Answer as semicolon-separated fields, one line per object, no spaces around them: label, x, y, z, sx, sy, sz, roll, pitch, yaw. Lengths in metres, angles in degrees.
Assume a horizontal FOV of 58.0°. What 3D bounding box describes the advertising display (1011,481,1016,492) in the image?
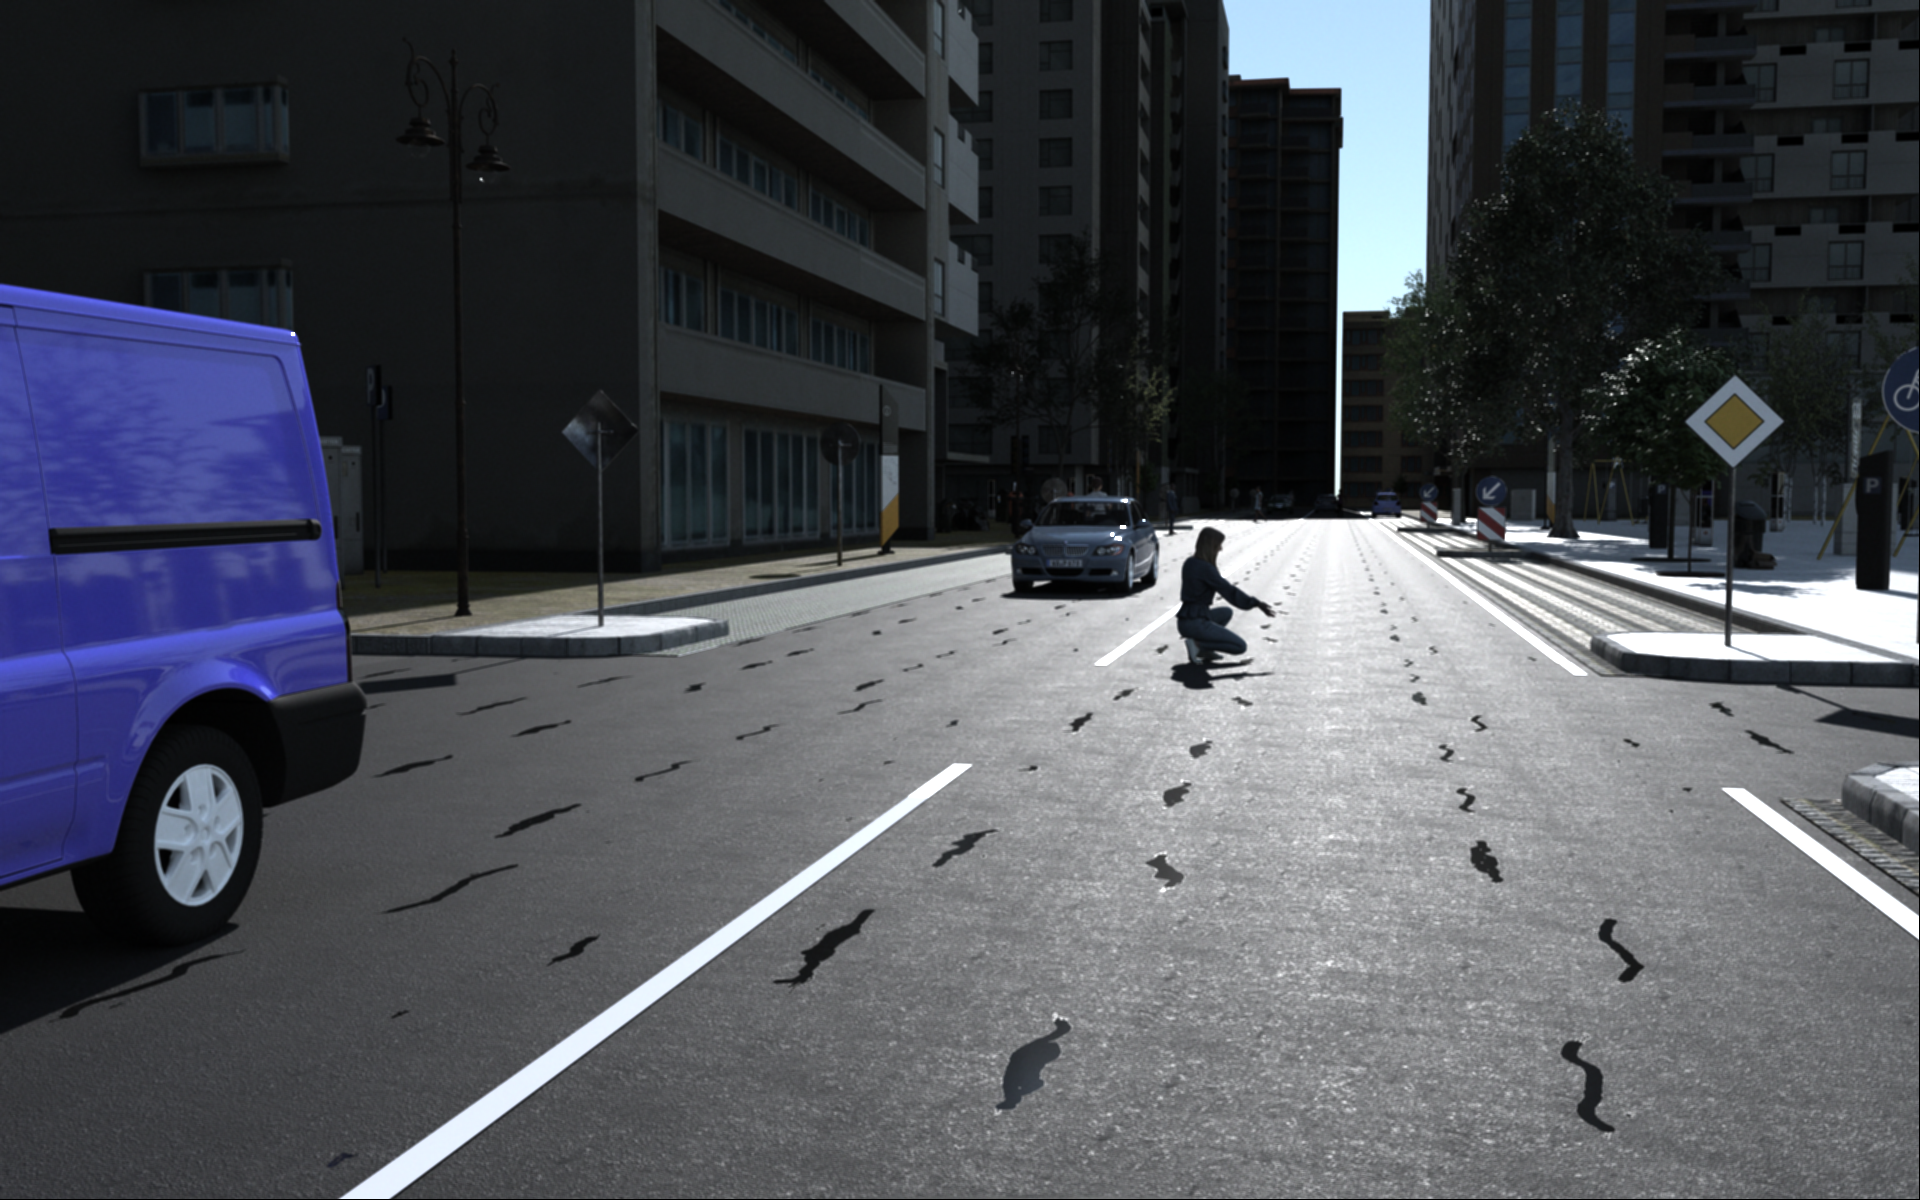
advertising display;2.778;-5.089;88.411;0.123;1.923;0.974;1;4;14

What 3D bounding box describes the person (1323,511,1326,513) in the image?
person;28.314;-7.513;134.563;0.599;1.433;0.991;3;4;39

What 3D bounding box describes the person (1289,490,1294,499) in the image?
person;24.689;-7.330;129.007;0.551;1.740;0.621;3;5;41

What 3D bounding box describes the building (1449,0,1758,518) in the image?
building;35.686;-27.384;97.845;14.600;45.320;14.200;1;4;12

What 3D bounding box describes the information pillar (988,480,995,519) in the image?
information pillar;1.666;-5.277;90.771;0.304;2.012;0.304;1;4;17

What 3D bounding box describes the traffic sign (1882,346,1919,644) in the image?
traffic sign;8.264;-0.899;14.804;0.768;2.556;0.104;1;4;15

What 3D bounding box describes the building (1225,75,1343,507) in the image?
building;25.830;-32.418;184.660;28.867;44.769;22.147;1;4;12

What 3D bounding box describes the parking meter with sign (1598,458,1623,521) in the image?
parking meter with sign;30.896;-5.269;82.406;0.543;3.016;1.738;0;4;-3

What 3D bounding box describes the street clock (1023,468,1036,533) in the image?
street clock;1.963;-2.720;49.035;0.358;2.002;0.471;0;4;1

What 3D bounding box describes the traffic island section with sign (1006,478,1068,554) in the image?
traffic island section with sign;2.247;-2.020;41.654;1.989;1.847;2.006;1;4;12

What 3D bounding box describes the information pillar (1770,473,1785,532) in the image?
information pillar;27.884;-3.340;59.096;0.304;2.012;0.304;-2;4;-24

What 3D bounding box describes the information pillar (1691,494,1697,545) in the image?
information pillar;18.559;-2.382;43.434;0.304;2.012;0.304;1;4;9

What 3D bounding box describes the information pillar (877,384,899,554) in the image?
information pillar;-1.532;-2.803;37.182;0.504;3.616;0.183;-3;5;-44

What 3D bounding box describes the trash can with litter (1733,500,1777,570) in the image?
trash can with litter;13.736;-1.128;29.825;0.624;1.170;1.055;0;4;-4

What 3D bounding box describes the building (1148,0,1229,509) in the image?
building;12.827;-32.569;156.199;21.600;48.544;21.300;1;4;12

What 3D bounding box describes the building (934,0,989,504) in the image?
building;-14.511;-29.555;72.464;28.713;52.752;27.495;1;4;12

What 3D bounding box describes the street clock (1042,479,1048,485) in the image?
street clock;4.072;-4.785;82.798;0.358;2.002;0.471;1;4;20

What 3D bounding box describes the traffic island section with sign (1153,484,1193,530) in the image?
traffic island section with sign;8.388;-3.750;69.934;1.989;1.847;2.006;1;4;12

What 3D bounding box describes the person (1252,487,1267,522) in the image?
person;15.339;-4.900;88.710;0.778;1.811;0.616;1;4;16

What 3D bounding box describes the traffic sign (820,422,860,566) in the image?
traffic sign;-2.149;-1.880;30.848;0.768;2.556;0.104;1;4;17

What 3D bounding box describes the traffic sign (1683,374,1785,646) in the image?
traffic sign;6.479;-0.668;14.560;0.795;2.450;0.064;1;4;12

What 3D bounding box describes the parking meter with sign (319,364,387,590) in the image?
parking meter with sign;-8.641;-1.641;23.097;1.738;3.016;0.543;-2;4;-31

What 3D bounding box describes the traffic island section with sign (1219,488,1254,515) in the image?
traffic island section with sign;18.516;-6.598;116.499;1.989;1.847;2.006;1;4;12

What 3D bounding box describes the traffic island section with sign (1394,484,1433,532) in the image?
traffic island section with sign;17.649;-3.495;65.771;1.989;1.847;2.006;1;4;12

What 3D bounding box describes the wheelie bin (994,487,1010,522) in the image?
wheelie bin;1.960;-4.349;79.013;0.693;1.594;0.980;1;4;12

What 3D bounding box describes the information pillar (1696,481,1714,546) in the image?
information pillar;18.333;-2.325;42.512;0.304;2.012;0.304;2;4;26

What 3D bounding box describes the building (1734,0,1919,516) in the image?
building;46.761;-32.249;116.512;28.713;52.752;27.495;1;4;12

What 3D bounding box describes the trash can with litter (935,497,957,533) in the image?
trash can with litter;-0.685;-2.788;56.971;1.055;1.170;0.624;-2;4;-34

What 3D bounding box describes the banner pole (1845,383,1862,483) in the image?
banner pole;20.233;-3.014;39.296;0.863;3.779;0.401;-3;4;-38

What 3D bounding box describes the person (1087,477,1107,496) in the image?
person;2.726;-1.510;33.751;0.480;1.755;0.524;1;4;16

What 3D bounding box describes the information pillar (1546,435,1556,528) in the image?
information pillar;22.347;-4.532;65.445;0.183;3.616;0.504;-1;4;-12

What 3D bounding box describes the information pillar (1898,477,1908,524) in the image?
information pillar;40.227;-4.241;73.831;0.304;2.012;0.304;0;4;2

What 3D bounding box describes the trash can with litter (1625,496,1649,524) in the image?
trash can with litter;29.885;-3.890;74.660;2.233;1.210;1.678;3;4;37

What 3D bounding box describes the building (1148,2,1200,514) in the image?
building;-0.069;-26.130;119.114;32.217;40.220;23.993;1;4;12

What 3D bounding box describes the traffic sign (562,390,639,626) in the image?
traffic sign;-3.479;-0.801;16.738;0.795;2.450;0.064;1;4;12

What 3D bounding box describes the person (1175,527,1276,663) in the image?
person;2.195;-0.059;14.970;0.738;1.151;1.012;-1;4;-12

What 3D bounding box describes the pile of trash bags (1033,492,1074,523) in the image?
pile of trash bags;3.627;-3.978;74.788;1.912;1.369;3.447;-3;5;-44

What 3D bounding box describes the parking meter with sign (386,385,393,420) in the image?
parking meter with sign;-9.891;-1.905;27.413;0.543;3.016;1.738;3;5;42

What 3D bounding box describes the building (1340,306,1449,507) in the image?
building;54.768;-20.578;181.495;28.899;21.520;27.650;1;4;12

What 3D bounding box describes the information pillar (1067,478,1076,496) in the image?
information pillar;5.100;-4.592;79.578;0.304;2.012;0.304;-2;4;-29

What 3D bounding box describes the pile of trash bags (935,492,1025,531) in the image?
pile of trash bags;0.550;-3.120;60.762;3.447;1.369;1.912;-1;4;-8

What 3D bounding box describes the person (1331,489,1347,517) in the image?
person;23.354;-5.958;106.604;1.217;1.739;0.721;-2;4;-29

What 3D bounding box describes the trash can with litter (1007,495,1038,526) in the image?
trash can with litter;2.663;-3.544;69.003;1.678;1.210;2.233;-2;4;-26

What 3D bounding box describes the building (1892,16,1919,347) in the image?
building;79.224;-28.198;144.627;14.086;41.232;14.154;1;4;12

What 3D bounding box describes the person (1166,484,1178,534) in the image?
person;7.620;-3.278;62.271;0.419;1.800;0.721;1;4;17

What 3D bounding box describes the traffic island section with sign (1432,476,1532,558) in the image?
traffic island section with sign;11.911;-1.884;39.431;1.989;1.847;2.006;1;4;12

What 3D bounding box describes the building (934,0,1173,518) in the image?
building;4.375;-20.018;98.991;14.160;30.474;14.107;1;4;12

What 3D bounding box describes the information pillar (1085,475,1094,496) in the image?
information pillar;4.937;-3.771;66.147;0.304;2.012;0.304;-1;4;-11

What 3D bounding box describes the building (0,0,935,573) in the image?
building;-13.346;-25.406;39.097;21.300;48.544;21.600;1;4;12
